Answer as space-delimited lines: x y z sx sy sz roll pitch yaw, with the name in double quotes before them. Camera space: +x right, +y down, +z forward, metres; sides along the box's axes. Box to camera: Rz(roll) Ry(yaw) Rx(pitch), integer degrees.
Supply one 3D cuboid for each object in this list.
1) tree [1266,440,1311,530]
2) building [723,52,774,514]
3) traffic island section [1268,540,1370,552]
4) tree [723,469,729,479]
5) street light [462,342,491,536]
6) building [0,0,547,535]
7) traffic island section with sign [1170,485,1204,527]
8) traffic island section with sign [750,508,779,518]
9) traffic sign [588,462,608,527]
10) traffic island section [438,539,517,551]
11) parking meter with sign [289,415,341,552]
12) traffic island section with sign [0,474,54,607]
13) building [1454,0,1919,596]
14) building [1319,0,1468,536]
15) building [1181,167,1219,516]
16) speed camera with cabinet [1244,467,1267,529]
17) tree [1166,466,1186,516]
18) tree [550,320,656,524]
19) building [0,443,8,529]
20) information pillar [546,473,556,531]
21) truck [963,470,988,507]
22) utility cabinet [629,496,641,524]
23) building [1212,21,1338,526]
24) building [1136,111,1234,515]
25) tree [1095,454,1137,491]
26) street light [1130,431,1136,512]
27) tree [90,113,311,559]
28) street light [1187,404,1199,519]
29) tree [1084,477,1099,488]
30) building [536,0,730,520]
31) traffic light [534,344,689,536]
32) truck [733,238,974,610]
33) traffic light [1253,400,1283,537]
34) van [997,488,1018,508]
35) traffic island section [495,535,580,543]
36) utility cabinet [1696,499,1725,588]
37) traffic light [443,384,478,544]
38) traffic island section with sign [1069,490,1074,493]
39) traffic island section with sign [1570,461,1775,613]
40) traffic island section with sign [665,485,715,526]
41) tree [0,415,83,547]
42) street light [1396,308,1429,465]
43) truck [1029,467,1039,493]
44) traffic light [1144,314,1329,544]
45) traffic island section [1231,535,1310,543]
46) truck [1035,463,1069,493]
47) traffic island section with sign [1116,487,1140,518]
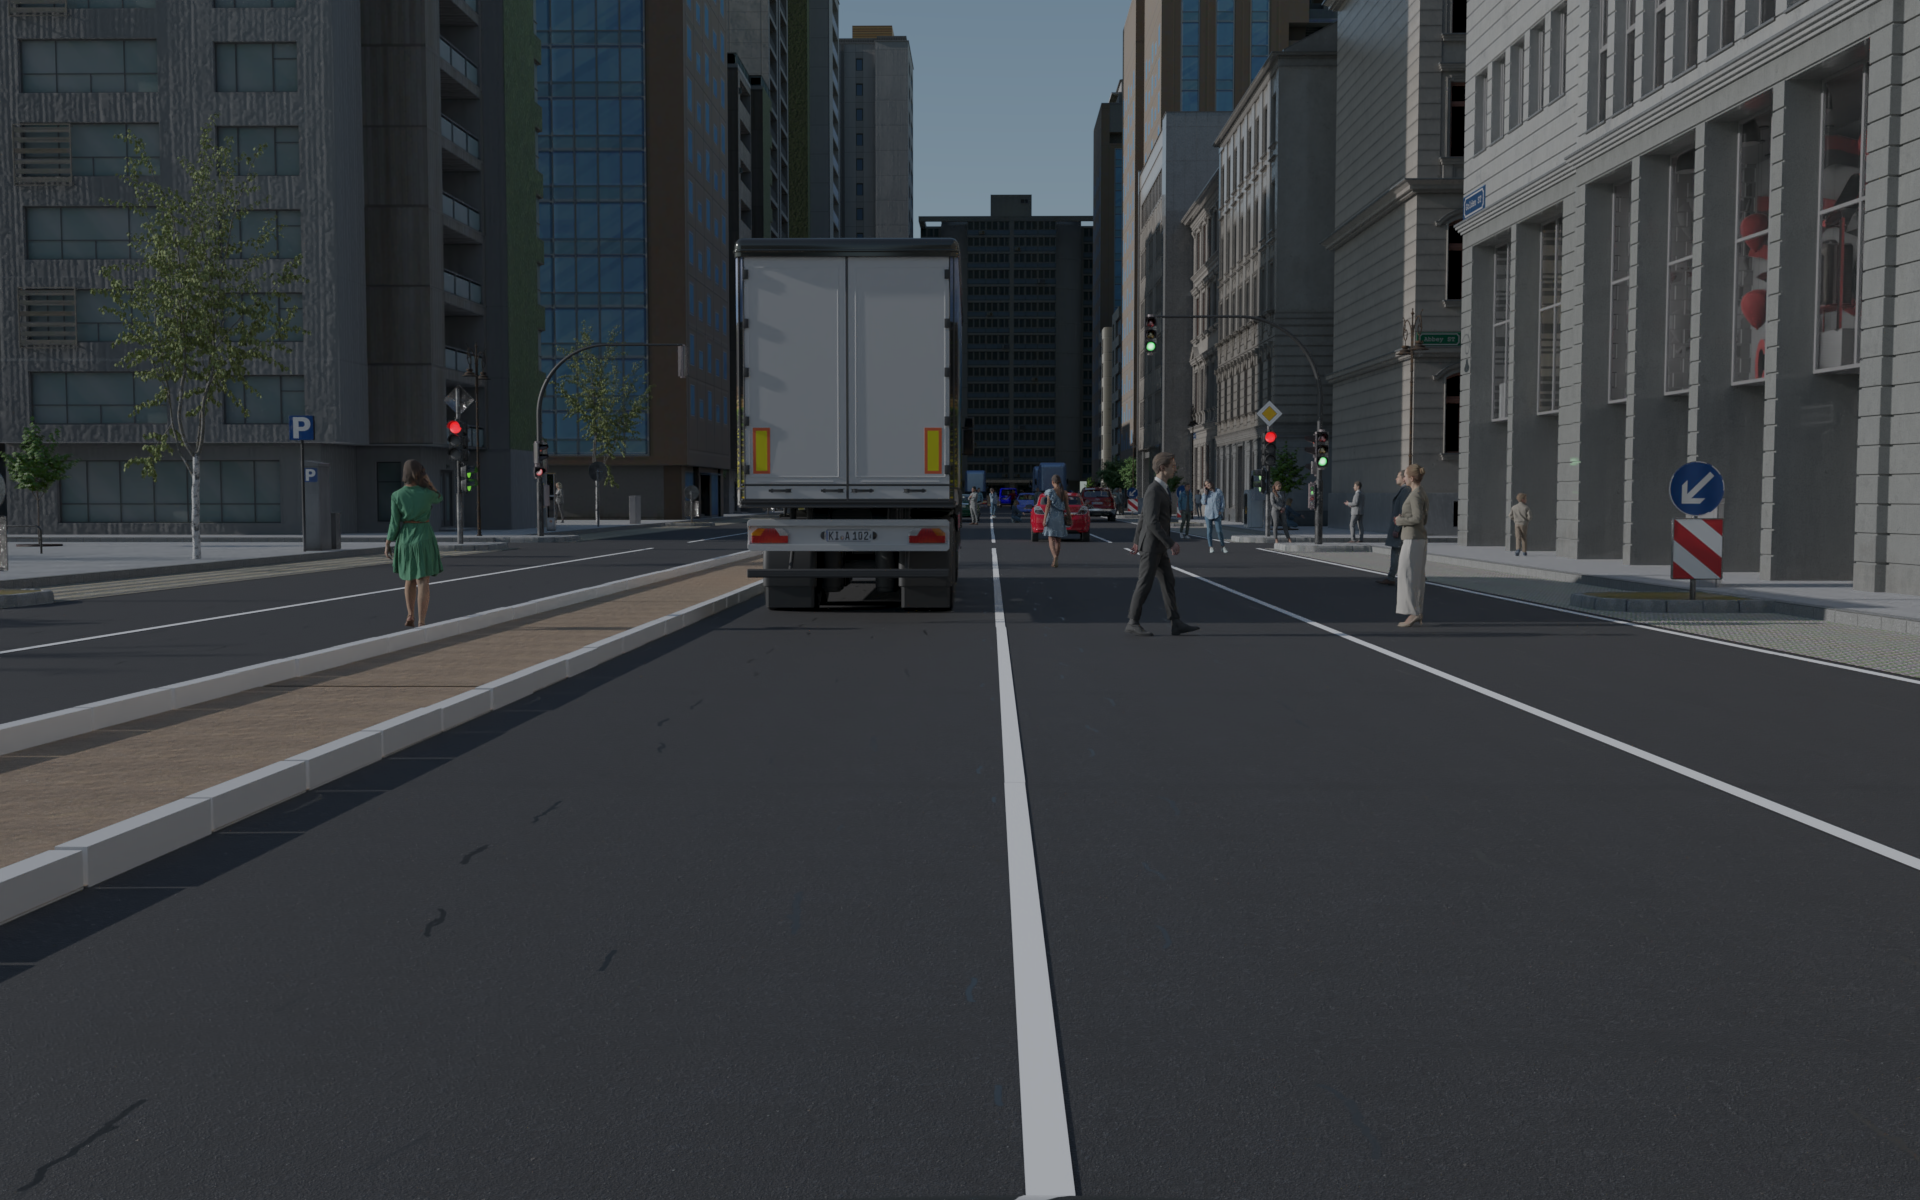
"tree" 11.694 -4.102 61.674 1.663 3.219 1.824 0 3 0
"building" -20.205 -20.950 114.241 14.160 30.474 14.107 0 4 1
"traffic island section" 9.162 -1.341 44.208 2.009 0.180 2.903 0 4 1
"tree" -15.148 -7.174 101.006 4.285 4.588 4.351 0 3 0
"street light" -14.675 -4.888 52.710 0.468 5.910 1.993 0 4 1
"building" -23.108 -22.973 59.208 14.154 41.232 14.086 0 4 1
"traffic island section with sign" 9.720 -4.169 76.787 1.989 1.847 2.006 0 4 1
"traffic island section with sign" -11.539 -5.844 104.182 1.989 1.847 2.006 0 4 1
"traffic sign" -14.161 -4.136 67.732 0.768 2.556 0.104 0 4 5
"traffic island section" -12.876 -1.364 44.584 2.009 0.180 2.903 0 4 1
"parking meter with sign" -14.578 -2.632 39.292 0.543 3.016 1.738 0 4 1
"traffic island section with sign" -12.929 -0.838 22.321 1.989 1.847 2.006 0 4 1
"building" 17.561 -15.296 27.581 11.434 29.767 29.804 0 4 1
"building" 25.006 -16.570 58.311 23.554 28.519 14.401 0 4 1
"building" 19.242 -15.938 96.746 11.583 22.565 21.152 0 4 1
"speed camera with cabinet" 11.129 -4.326 65.070 0.660 3.252 2.038 0 4 -1
"tree" 12.094 -6.412 99.434 1.663 3.219 1.824 0 3 0
"tree" -15.341 -7.578 74.257 4.737 8.622 4.395 0 3 0
"building" -41.722 -25.076 60.106 14.200 45.320 14.600 0 4 1
"information pillar" -14.256 -3.418 60.378 0.304 2.012 0.304 0 4 -6
"truck" 1.726 -12.337 191.462 2.967 4.110 18.799 0 4 0
"utility cabinet" -13.958 -3.866 74.373 0.306 1.237 1.020 0 4 1
"building" 17.208 -13.935 76.988 9.793 20.994 18.267 0 4 1
"building" 18.866 -18.298 117.191 12.078 24.808 19.932 0 4 1
"tree" 12.774 -9.711 142.485 4.285 4.588 4.351 0 3 0
"street light" 12.634 -9.384 126.215 0.468 5.910 1.993 0 4 1
"tree" -15.097 -5.130 34.231 4.737 8.622 4.395 0 3 0
"street light" 11.936 -7.099 88.848 0.468 5.910 1.993 0 4 1
"tree" 13.748 -11.379 180.643 1.663 3.219 1.824 0 3 0
"building" -20.153 -26.959 90.896 14.600 45.320 14.200 0 4 1
"traffic light" -10.608 -4.756 52.433 4.771 5.953 1.251 0 4 1
"truck" -1.207 -2.183 24.599 2.839 4.237 11.283 0 4 0
"traffic light" 9.258 -3.863 52.078 0.839 4.253 0.868 0 4 1
"van" 5.077 -10.898 182.568 2.240 2.365 5.245 0 4 1
"traffic island section" -12.741 -1.852 52.568 2.009 0.180 2.903 0 4 1
"utility cabinet" 10.475 -0.799 24.220 0.306 1.237 1.020 2 4 28
"traffic light" -12.836 -3.396 44.449 0.839 4.253 0.868 0 4 1
"traffic island section with sign" 11.499 -10.597 181.893 1.989 1.847 2.006 0 4 1
"traffic island section with sign" 8.793 -0.798 21.671 1.989 1.847 2.006 0 4 1
"traffic island section with sign" -11.985 -4.196 77.231 1.989 1.847 2.006 0 4 1
"tree" -22.771 -2.931 42.527 1.663 3.219 1.824 0 3 0
"street light" 11.247 -4.307 43.200 0.468 5.910 1.993 0 4 1
"truck" 8.219 -10.596 162.997 2.967 4.110 18.799 0 4 1
"traffic light" 7.029 -4.240 43.988 4.771 5.953 1.251 0 4 1
"traffic island section" 9.298 -1.829 52.192 2.009 0.180 2.903 0 4 1
"truck" 7.856 -9.374 143.021 2.967 4.110 18.799 0 4 1
"traffic island section with sign" 10.167 -5.817 103.738 1.989 1.847 2.006 0 4 1
